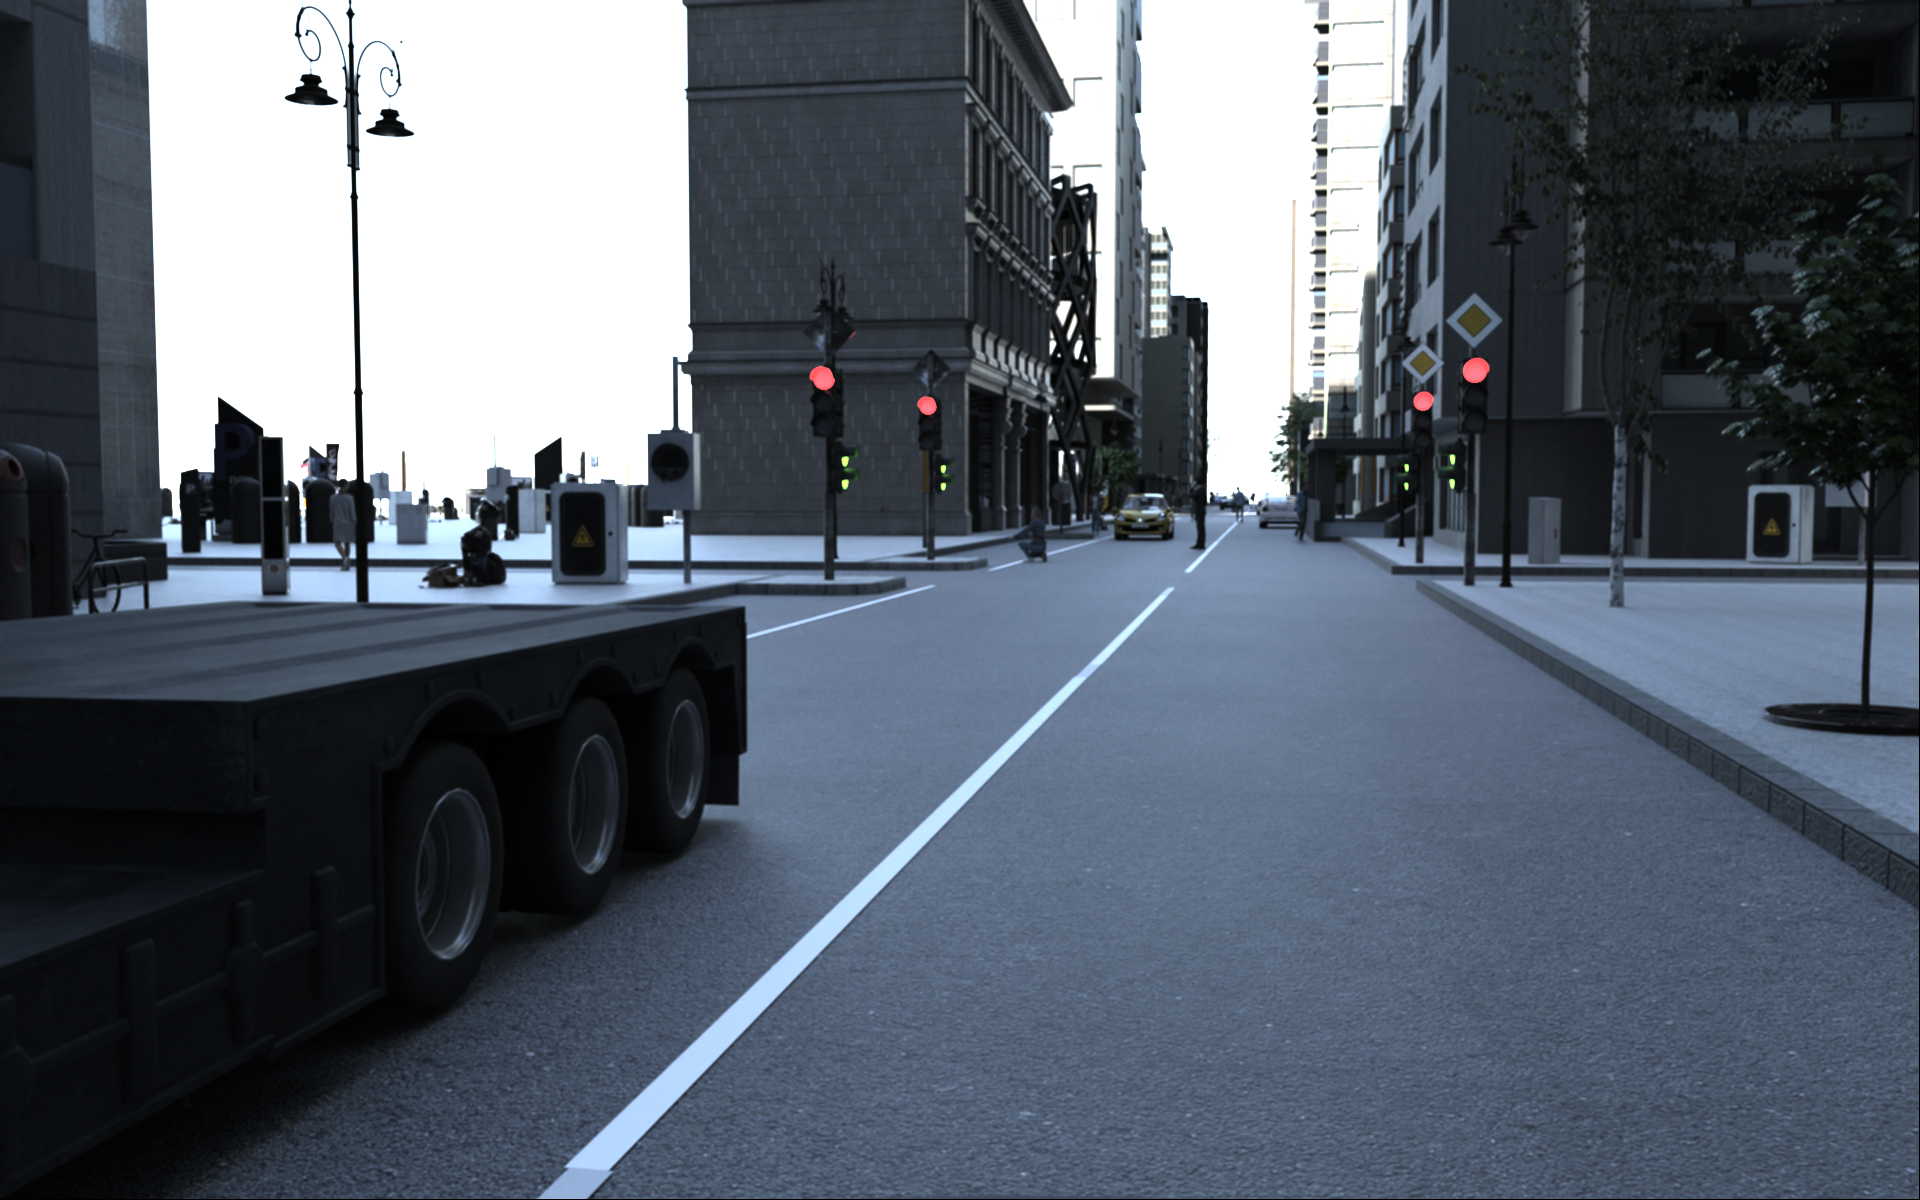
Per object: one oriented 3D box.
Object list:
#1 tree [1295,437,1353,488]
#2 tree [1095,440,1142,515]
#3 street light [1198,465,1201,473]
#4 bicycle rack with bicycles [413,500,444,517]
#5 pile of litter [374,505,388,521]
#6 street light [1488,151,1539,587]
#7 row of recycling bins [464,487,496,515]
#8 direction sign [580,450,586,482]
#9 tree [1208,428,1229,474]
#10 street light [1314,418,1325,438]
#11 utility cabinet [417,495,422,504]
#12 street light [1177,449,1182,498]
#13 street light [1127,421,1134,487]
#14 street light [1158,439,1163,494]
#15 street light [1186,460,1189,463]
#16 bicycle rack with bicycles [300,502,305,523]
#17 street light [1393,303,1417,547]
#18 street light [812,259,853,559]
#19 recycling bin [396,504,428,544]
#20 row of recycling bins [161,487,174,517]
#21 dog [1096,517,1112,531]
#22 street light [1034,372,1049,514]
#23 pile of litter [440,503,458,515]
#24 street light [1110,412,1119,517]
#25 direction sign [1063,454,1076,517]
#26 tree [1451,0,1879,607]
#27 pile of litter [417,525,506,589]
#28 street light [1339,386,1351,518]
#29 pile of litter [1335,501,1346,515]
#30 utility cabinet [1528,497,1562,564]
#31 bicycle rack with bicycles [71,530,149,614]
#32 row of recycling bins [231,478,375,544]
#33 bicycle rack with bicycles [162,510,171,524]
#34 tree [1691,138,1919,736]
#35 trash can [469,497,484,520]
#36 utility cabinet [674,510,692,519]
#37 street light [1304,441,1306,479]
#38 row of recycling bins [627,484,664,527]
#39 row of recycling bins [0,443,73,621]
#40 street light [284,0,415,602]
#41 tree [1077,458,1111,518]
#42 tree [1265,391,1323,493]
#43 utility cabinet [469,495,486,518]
[{"bbox_3d":[20.887,-7.076,99.404,4.285,4.588,4.351,0,3,0],"label":"tree"},{"bbox_3d":[9.421,-7.435,105.276,4.285,4.588,4.351,0,3,0],"label":"tree"},{"bbox_3d":[30.929,-15.370,224.094,0.468,5.910,1.993,1,4,10],"label":"street light"},{"bbox_3d":[-30.561,-5.292,99.900,2.852,0.926,2.925,1,4,20],"label":"bicycle rack with bicycles"},{"bbox_3d":[-28.156,-4.269,83.757,1.176,0.858,1.719,1,4,9],"label":"pile of litter"},{"bbox_3d":[7.554,-3.119,23.781,0.468,5.910,1.993,1,4,10],"label":"street light"},{"bbox_3d":[-29.326,-6.054,106.101,1.069,1.692,3.534,0,4,7],"label":"row of recycling bins"},{"bbox_3d":[-19.394,-5.942,89.153,0.379,3.537,0.876,0,4,2],"label":"direction sign"},{"bbox_3d":[37.015,-20.654,263.447,9.928,11.665,9.643,0,3,0],"label":"tree"},{"bbox_3d":[21.964,-8.128,105.672,0.468,5.910,1.993,1,4,10],"label":"street light"},{"bbox_3d":[-32.032,-5.605,102.808,0.306,1.237,1.020,-1,4,-12],"label":"utility cabinet"},{"bbox_3d":[22.021,-12.285,173.651,0.468,5.910,1.993,1,4,10],"label":"street light"},{"bbox_3d":[10.820,-8.401,110.147,0.468,5.910,1.993,1,4,10],"label":"street light"},{"bbox_3d":[16.439,-10.343,141.896,0.468,5.910,1.993,1,4,10],"label":"street light"},{"bbox_3d":[25.130,-13.380,191.557,0.468,5.910,1.993,1,4,10],"label":"street light"},{"bbox_3d":[-29.906,-3.839,76.145,2.852,0.926,2.925,0,4,1],"label":"bicycle rack with bicycles"},{"bbox_3d":[10.793,-4.243,42.163,0.468,5.910,1.993,1,4,10],"label":"street light"},{"bbox_3d":[-2.502,-3.759,34.255,0.468,5.910,1.993,1,4,10],"label":"street light"},{"bbox_3d":[-14.195,-1.978,44.899,0.722,1.027,0.722,-1,4,-11],"label":"recycling bin"},{"bbox_3d":[-46.427,-5.557,97.963,3.534,1.692,1.069,-1,4,-21],"label":"row of recycling bins"},{"bbox_3d":[5.640,-3.144,68.238,0.800,0.831,0.513,2,4,33],"label":"dog"},{"bbox_3d":[3.094,-5.702,66.008,0.468,5.910,1.993,1,4,10],"label":"street light"},{"bbox_3d":[-32.045,-5.771,108.322,1.176,0.858,1.719,1,4,20],"label":"pile of litter"},{"bbox_3d":[8.726,-7.656,97.971,0.468,5.910,1.993,1,4,10],"label":"street light"},{"bbox_3d":[6.173,-6.461,97.638,0.876,3.537,0.379,2,4,35],"label":"direction sign"},{"bbox_3d":[7.710,-4.224,19.425,4.360,8.622,3.978,0,3,0],"label":"tree"},{"bbox_3d":[-7.031,-0.632,24.295,1.176,0.858,1.719,2,4,24],"label":"pile of litter"},{"bbox_3d":[16.400,-6.185,73.914,0.468,5.910,1.993,1,4,10],"label":"street light"},{"bbox_3d":[22.894,-5.605,105.604,1.176,0.858,1.719,0,4,6],"label":"pile of litter"},{"bbox_3d":[10.811,-1.275,32.001,0.306,1.237,1.020,3,4,36],"label":"utility cabinet"},{"bbox_3d":[-9.465,-0.232,17.174,2.852,0.926,2.925,-1,4,-8],"label":"bicycle rack with bicycles"},{"bbox_3d":[-17.330,-2.364,45.761,3.534,1.692,1.069,-2,4,-27],"label":"row of recycling bins"},{"bbox_3d":[-33.230,-3.396,68.904,2.925,0.926,2.852,-1,4,-10],"label":"bicycle rack with bicycles"},{"bbox_3d":[4.931,-0.918,9.607,1.663,3.219,1.824,0,3,0],"label":"tree"},{"bbox_3d":[-23.684,-4.475,84.823,0.748,1.137,0.748,0,3,0],"label":"trash can"},{"bbox_3d":[-13.871,-4.826,87.587,1.173,1.500,0.318,-1,4,-21],"label":"utility cabinet"},{"bbox_3d":[29.665,-10.790,149.200,0.468,5.910,1.993,1,4,10],"label":"street light"},{"bbox_3d":[-12.651,-3.766,68.691,1.069,1.692,3.534,-2,4,-27],"label":"row of recycling bins"},{"bbox_3d":[-7.468,-0.343,12.718,1.069,1.692,3.534,-1,4,-11],"label":"row of recycling bins"},{"bbox_3d":[-5.692,-2.664,16.344,0.468,5.910,1.993,1,4,10],"label":"street light"},{"bbox_3d":[7.260,-5.995,92.613,1.663,3.219,1.824,0,3,0],"label":"tree"},{"bbox_3d":[37.681,-16.697,191.126,7.486,12.596,7.792,0,3,0],"label":"tree"},{"bbox_3d":[-26.114,-5.061,93.907,1.020,1.237,0.306,1,4,23],"label":"utility cabinet"}]
